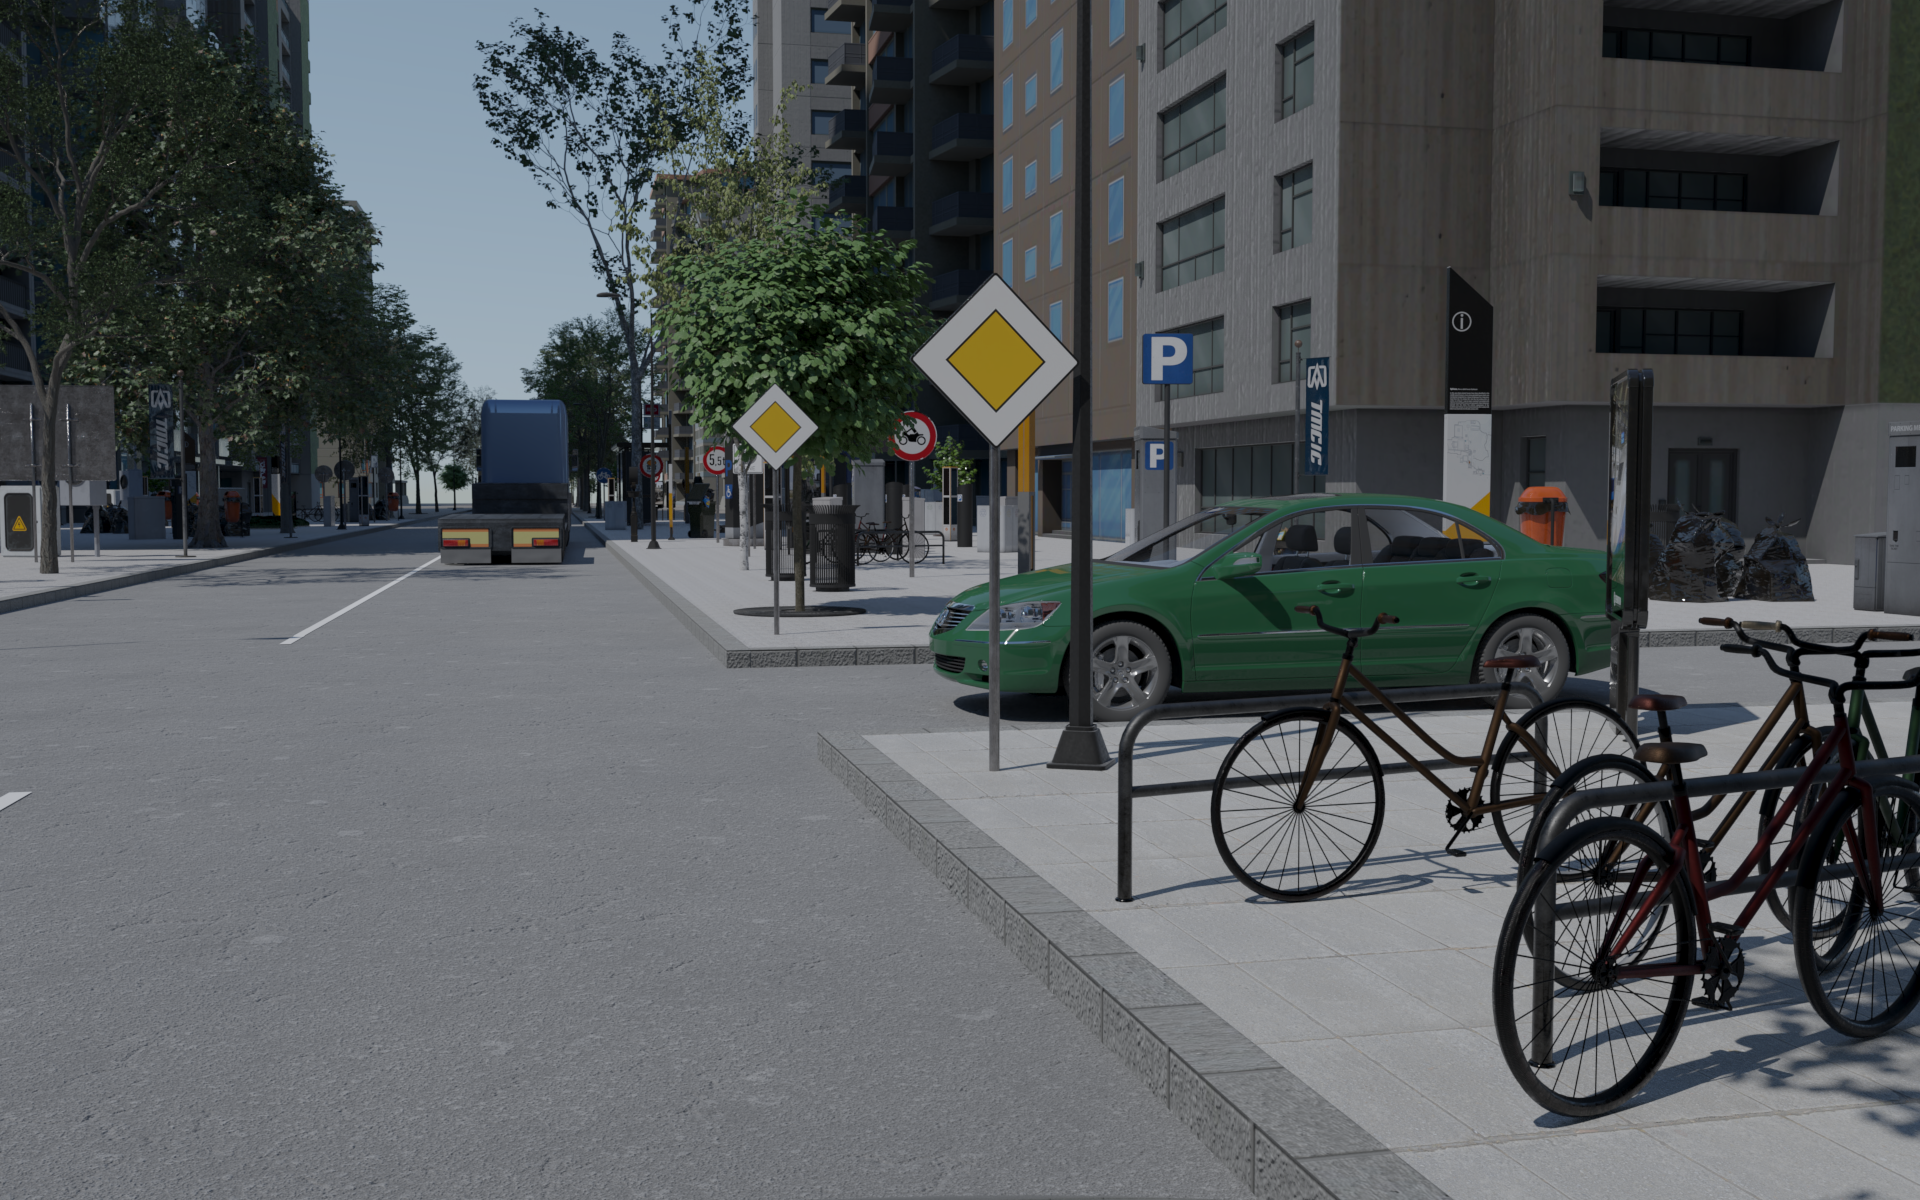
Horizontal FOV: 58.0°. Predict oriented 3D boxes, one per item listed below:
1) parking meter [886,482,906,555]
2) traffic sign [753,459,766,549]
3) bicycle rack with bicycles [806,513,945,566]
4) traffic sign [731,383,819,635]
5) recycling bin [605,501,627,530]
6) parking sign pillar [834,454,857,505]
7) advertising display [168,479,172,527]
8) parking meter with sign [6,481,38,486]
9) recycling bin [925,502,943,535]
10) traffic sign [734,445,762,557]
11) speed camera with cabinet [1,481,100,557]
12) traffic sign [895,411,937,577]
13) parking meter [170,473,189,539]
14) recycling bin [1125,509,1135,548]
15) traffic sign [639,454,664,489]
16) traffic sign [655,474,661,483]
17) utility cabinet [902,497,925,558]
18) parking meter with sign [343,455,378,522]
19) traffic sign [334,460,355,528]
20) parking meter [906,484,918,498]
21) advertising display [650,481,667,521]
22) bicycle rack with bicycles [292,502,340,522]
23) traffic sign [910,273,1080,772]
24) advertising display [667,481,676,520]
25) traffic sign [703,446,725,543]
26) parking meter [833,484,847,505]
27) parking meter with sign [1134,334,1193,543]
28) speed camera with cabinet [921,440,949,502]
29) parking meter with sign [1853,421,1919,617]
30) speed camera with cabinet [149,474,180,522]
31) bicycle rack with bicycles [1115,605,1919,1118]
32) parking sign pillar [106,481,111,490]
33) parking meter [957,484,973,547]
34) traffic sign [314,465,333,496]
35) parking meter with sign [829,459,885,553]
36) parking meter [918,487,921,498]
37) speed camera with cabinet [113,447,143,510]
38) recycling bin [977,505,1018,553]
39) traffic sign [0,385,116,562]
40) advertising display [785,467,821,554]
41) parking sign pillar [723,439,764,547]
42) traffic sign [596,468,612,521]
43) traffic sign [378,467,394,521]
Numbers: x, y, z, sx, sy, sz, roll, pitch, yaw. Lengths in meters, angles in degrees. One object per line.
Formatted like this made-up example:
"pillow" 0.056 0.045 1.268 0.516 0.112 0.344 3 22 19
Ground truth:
"parking meter" -1.390 -1.734 36.769 0.372 1.533 0.369 0 3 0
"traffic sign" -4.796 -2.470 40.380 0.884 2.594 0.081 -1 4 -10
"bicycle rack with bicycles" -1.710 -1.140 32.014 2.925 0.926 2.852 -2 4 -29
"traffic sign" -1.675 -0.740 15.736 0.795 2.450 0.064 -1 4 -13
"recycling bin" -12.402 -3.050 62.427 0.722 1.027 0.722 0 4 -6
"parking sign pillar" -3.608 -4.112 55.708 1.447 3.967 1.447 1 4 20
"advertising display" -29.977 -3.765 66.768 0.123 1.923 0.974 3 5 42
"parking meter with sign" -25.137 -3.068 46.421 1.738 3.016 0.543 0 4 -2
"recycling bin" -0.703 -2.569 54.556 0.722 1.027 0.722 1 4 10
"traffic sign" -4.320 -2.032 35.358 0.606 2.300 0.079 0 4 -7
"speed camera with cabinet" -18.432 -2.497 35.157 2.038 3.252 0.660 1 4 9
"traffic sign" -0.739 -1.621 26.604 0.768 2.556 0.104 -1 4 -10
"parking meter" -22.103 -2.650 49.038 0.255 1.863 0.399 3 4 38
"recycling bin" 3.254 -1.061 29.906 0.722 1.027 0.722 0 4 -1
"traffic sign" -9.750 -3.345 54.804 0.768 2.556 0.104 -1 4 -11
"traffic sign" -14.586 -5.023 82.240 0.768 2.556 0.104 0 4 -6
"utility cabinet" -0.928 -1.456 34.966 0.306 1.237 1.020 -1 4 -12
"parking meter with sign" -27.312 -5.034 78.563 1.738 3.016 0.543 1 4 16
"traffic sign" -23.074 -3.966 64.942 0.768 2.556 0.104 0 4 -7
"parking meter" -1.324 -2.065 42.177 0.372 1.533 0.369 0 3 0
"advertising display" -14.702 -4.767 83.150 0.974 1.923 0.123 0 4 5
"bicycle rack with bicycles" -29.470 -4.113 80.631 2.925 0.926 2.852 -1 4 -15
"traffic sign" 0.156 -0.264 7.963 0.795 2.450 0.064 -1 4 -13
"advertising display" -14.359 -4.943 86.032 0.123 1.923 0.974 1 4 12
"traffic sign" -6.370 -2.776 45.501 0.768 2.556 0.104 -1 4 -9
"parking meter" -3.111 -2.241 45.052 0.372 1.533 0.369 0 3 0
"parking meter with sign" 2.251 -1.435 19.728 0.543 3.016 1.738 0 4 0
"speed camera with cabinet" -0.993 -3.999 59.727 2.038 3.252 0.660 3 5 42
"parking meter with sign" 10.211 -1.346 18.274 0.543 3.016 1.738 -1 4 -13
"speed camera with cabinet" -36.290 -5.215 79.604 2.038 3.252 0.660 1 4 18
"bicycle rack with bicycles" 1.901 0.513 4.996 2.925 0.926 2.852 -2 4 -25
"parking sign pillar" -36.465 -5.217 73.767 1.447 3.967 1.447 -2 4 -26
"parking meter" 0.118 -2.042 41.796 0.372 1.533 0.369 0 3 0
"traffic sign" -27.975 -4.653 76.178 0.768 2.556 0.104 -1 4 -13
"parking meter with sign" -1.982 -2.533 37.677 1.738 3.016 0.543 -1 4 -9
"parking meter" -1.285 -2.464 48.705 0.372 1.533 0.369 0 3 0
"speed camera with cabinet" -31.458 -4.321 64.991 2.038 3.252 0.660 3 4 37
"recycling bin" 0.851 -1.567 38.182 0.722 1.027 0.722 2 4 32
"traffic sign" -17.016 -2.359 32.446 2.265 3.308 0.079 0 4 -8
"advertising display" -3.333 -1.935 36.846 0.123 1.923 0.974 3 5 40
"parking sign pillar" -5.169 -3.332 42.953 1.447 3.967 1.447 -3 4 -36
"traffic sign" -17.173 -5.106 83.588 0.768 2.556 0.104 -1 4 -12
"traffic sign" -27.306 -5.035 82.427 0.768 2.556 0.104 -1 4 -12
